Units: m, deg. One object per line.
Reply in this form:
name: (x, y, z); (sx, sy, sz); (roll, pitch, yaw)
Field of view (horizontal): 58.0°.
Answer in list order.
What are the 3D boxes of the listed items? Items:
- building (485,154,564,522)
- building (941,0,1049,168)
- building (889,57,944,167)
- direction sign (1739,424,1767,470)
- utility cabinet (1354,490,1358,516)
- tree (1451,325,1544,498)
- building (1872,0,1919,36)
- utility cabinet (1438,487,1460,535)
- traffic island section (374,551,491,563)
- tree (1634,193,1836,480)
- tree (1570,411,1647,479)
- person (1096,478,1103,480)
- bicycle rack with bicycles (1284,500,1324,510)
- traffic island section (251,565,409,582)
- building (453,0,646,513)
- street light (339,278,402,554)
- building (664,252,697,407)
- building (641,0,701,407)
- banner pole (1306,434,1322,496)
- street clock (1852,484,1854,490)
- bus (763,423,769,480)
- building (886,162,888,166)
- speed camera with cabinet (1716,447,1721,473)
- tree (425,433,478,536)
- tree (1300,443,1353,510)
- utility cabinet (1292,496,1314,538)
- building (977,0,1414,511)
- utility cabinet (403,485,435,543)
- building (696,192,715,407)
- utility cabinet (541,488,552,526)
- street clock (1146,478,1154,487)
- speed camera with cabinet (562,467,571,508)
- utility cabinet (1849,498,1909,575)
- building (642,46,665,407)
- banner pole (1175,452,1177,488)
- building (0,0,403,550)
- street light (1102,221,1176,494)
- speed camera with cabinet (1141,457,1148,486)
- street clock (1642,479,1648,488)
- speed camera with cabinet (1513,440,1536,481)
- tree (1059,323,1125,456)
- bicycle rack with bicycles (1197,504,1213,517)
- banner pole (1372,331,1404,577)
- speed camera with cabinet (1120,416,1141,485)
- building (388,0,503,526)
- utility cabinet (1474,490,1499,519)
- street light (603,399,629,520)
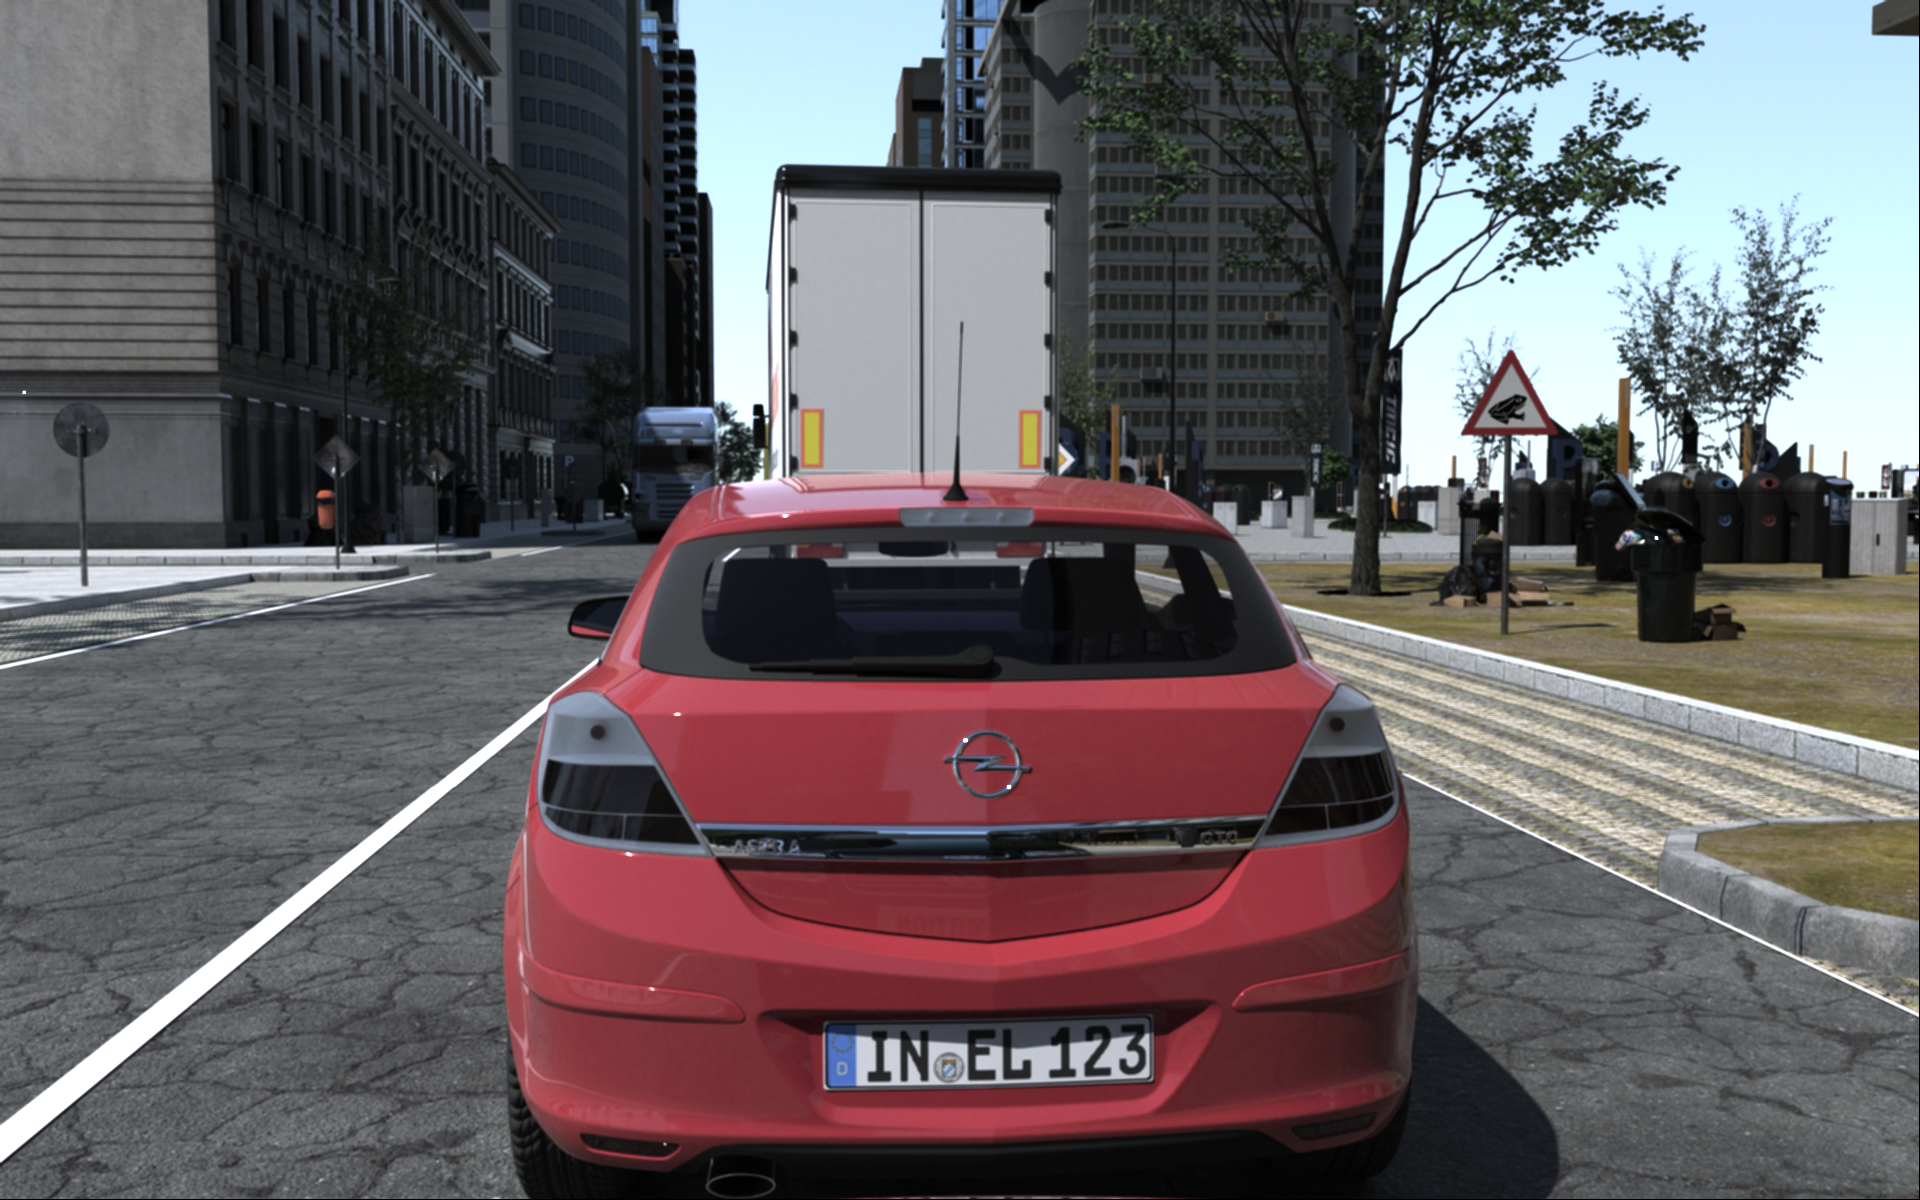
building: (-26.778, -13.675, 88.210); (10.561, 19.102, 19.286); (0, 4, -5)
building: (7.050, -51.596, 156.260); (22.319, 86.520, 31.000); (0, 4, -5)
building: (0.612, -32.388, 179.647); (14.600, 45.320, 14.200); (0, 4, -5)
direction sign: (25.686, -3.926, 56.183); (0.379, 3.537, 0.876); (-3, 4, -36)
utility cabinet: (23.385, -5.600, 100.244); (1.173, 1.500, 0.318); (-1, 4, -19)
tree: (23.579, -7.728, 76.720); (4.360, 8.622, 3.978); (0, 3, 0)
building: (25.038, -25.612, 8.003); (28.713, 52.752, 27.495); (0, 4, -5)
utility cabinet: (15.408, -2.807, 54.577); (0.318, 1.500, 1.173); (0, 4, -3)
traffic island section: (-11.334, -0.930, 37.494); (2.009, 0.180, 2.903); (0, 4, -5)
tree: (19.639, -5.664, 42.976); (4.360, 8.622, 3.978); (0, 3, 0)
tree: (25.406, -5.205, 68.810); (4.285, 4.588, 4.351); (0, 3, 0)
person: (2.818, -1.567, 34.663); (0.362, 1.759, 0.519); (0, 4, -4)
bicycle rack with bicycles: (20.366, -5.610, 105.111); (2.852, 0.926, 2.925); (-1, 4, -18)
traffic island section: (-10.629, -0.444, 29.540); (2.009, 0.180, 2.903); (0, 4, -5)
building: (-34.728, -35.620, 124.379); (21.231, 58.520, 28.212); (0, 4, -5)
street light: (-12.713, -3.966, 37.385); (1.470, 5.913, 1.316); (0, 4, -5)
building: (-38.583, -26.456, 204.251); (14.160, 30.474, 14.107); (0, 4, -5)
building: (-44.120, -55.830, 225.484); (22.319, 86.520, 31.000); (0, 4, -5)
banner pole: (14.694, -5.031, 72.268); (0.863, 3.779, 0.401); (2, 4, 24)
street clock: (59.551, -6.812, 115.949); (0.358, 2.002, 0.471); (-1, 4, -11)
bus: (-5.023, -3.961, 56.315); (2.896, 3.916, 12.252); (0, 4, -6)
building: (0.334, -37.546, 233.482); (23.786, 49.044, 30.456); (0, 4, -5)
speed camera with cabinet: (31.830, -4.840, 73.475); (0.660, 3.252, 2.038); (1, 4, 16)
tree: (-15.959, -3.600, 53.463); (1.663, 3.219, 1.824); (0, 3, 0)
tree: (23.265, -7.724, 110.008); (4.285, 4.588, 4.351); (0, 3, 0)
utility cabinet: (10.048, -2.422, 50.756); (0.306, 1.237, 1.020); (-1, 4, -11)
building: (14.694, -26.845, 130.795); (32.217, 40.220, 23.993); (0, 4, -5)
utility cabinet: (-14.070, -2.226, 45.071); (0.318, 1.500, 1.173); (1, 4, 9)
building: (-42.767, -36.660, 249.507); (14.600, 45.320, 14.200); (0, 4, -5)
utility cabinet: (-16.331, -3.658, 68.480); (0.318, 1.500, 1.173); (0, 4, -7)
street clock: (8.672, -4.528, 78.599); (0.471, 2.002, 0.358); (-2, 4, -31)
speed camera with cabinet: (-20.981, -6.046, 93.194); (0.660, 3.252, 2.038); (-1, 4, -19)
utility cabinet: (14.729, -1.028, 27.973); (0.306, 1.237, 1.020); (-2, 4, -29)
building: (-36.690, -31.826, 170.458); (14.600, 45.320, 14.200); (0, 4, -5)
banner pole: (11.319, -6.198, 91.349); (0.401, 3.779, 0.863); (-1, 4, -10)
building: (-22.548, -12.170, 48.123); (9.793, 20.994, 18.267); (0, 4, -5)
street light: (3.111, -3.494, 29.669); (1.470, 5.913, 1.316); (0, 4, -5)
speed camera with cabinet: (9.370, -6.027, 92.878); (0.660, 3.252, 2.038); (-1, 4, -23)
street clock: (33.360, -4.877, 84.316); (0.358, 2.002, 0.471); (2, 4, 32)
speed camera with cabinet: (21.155, -4.249, 63.806); (2.038, 3.252, 0.660); (-3, 5, -40)
tree: (4.990, -7.645, 75.350); (4.737, 8.622, 4.395); (0, 3, 0)
bicycle rack with bicycles: (7.617, -2.898, 60.768); (2.852, 0.926, 2.925); (-1, 4, -17)
banner pole: (6.496, -2.234, 26.535); (0.401, 3.779, 0.863); (-2, 4, -25)
speed camera with cabinet: (3.441, -3.012, 43.580); (2.038, 3.252, 0.660); (0, 4, 4)
building: (-24.951, -14.573, 67.144); (11.050, 23.489, 19.941); (0, 4, -5)
utility cabinet: (27.106, -4.925, 89.207); (1.173, 1.500, 0.318); (2, 4, 33)
street light: (-16.933, -6.878, 85.002); (1.470, 5.913, 1.316); (0, 4, -5)
